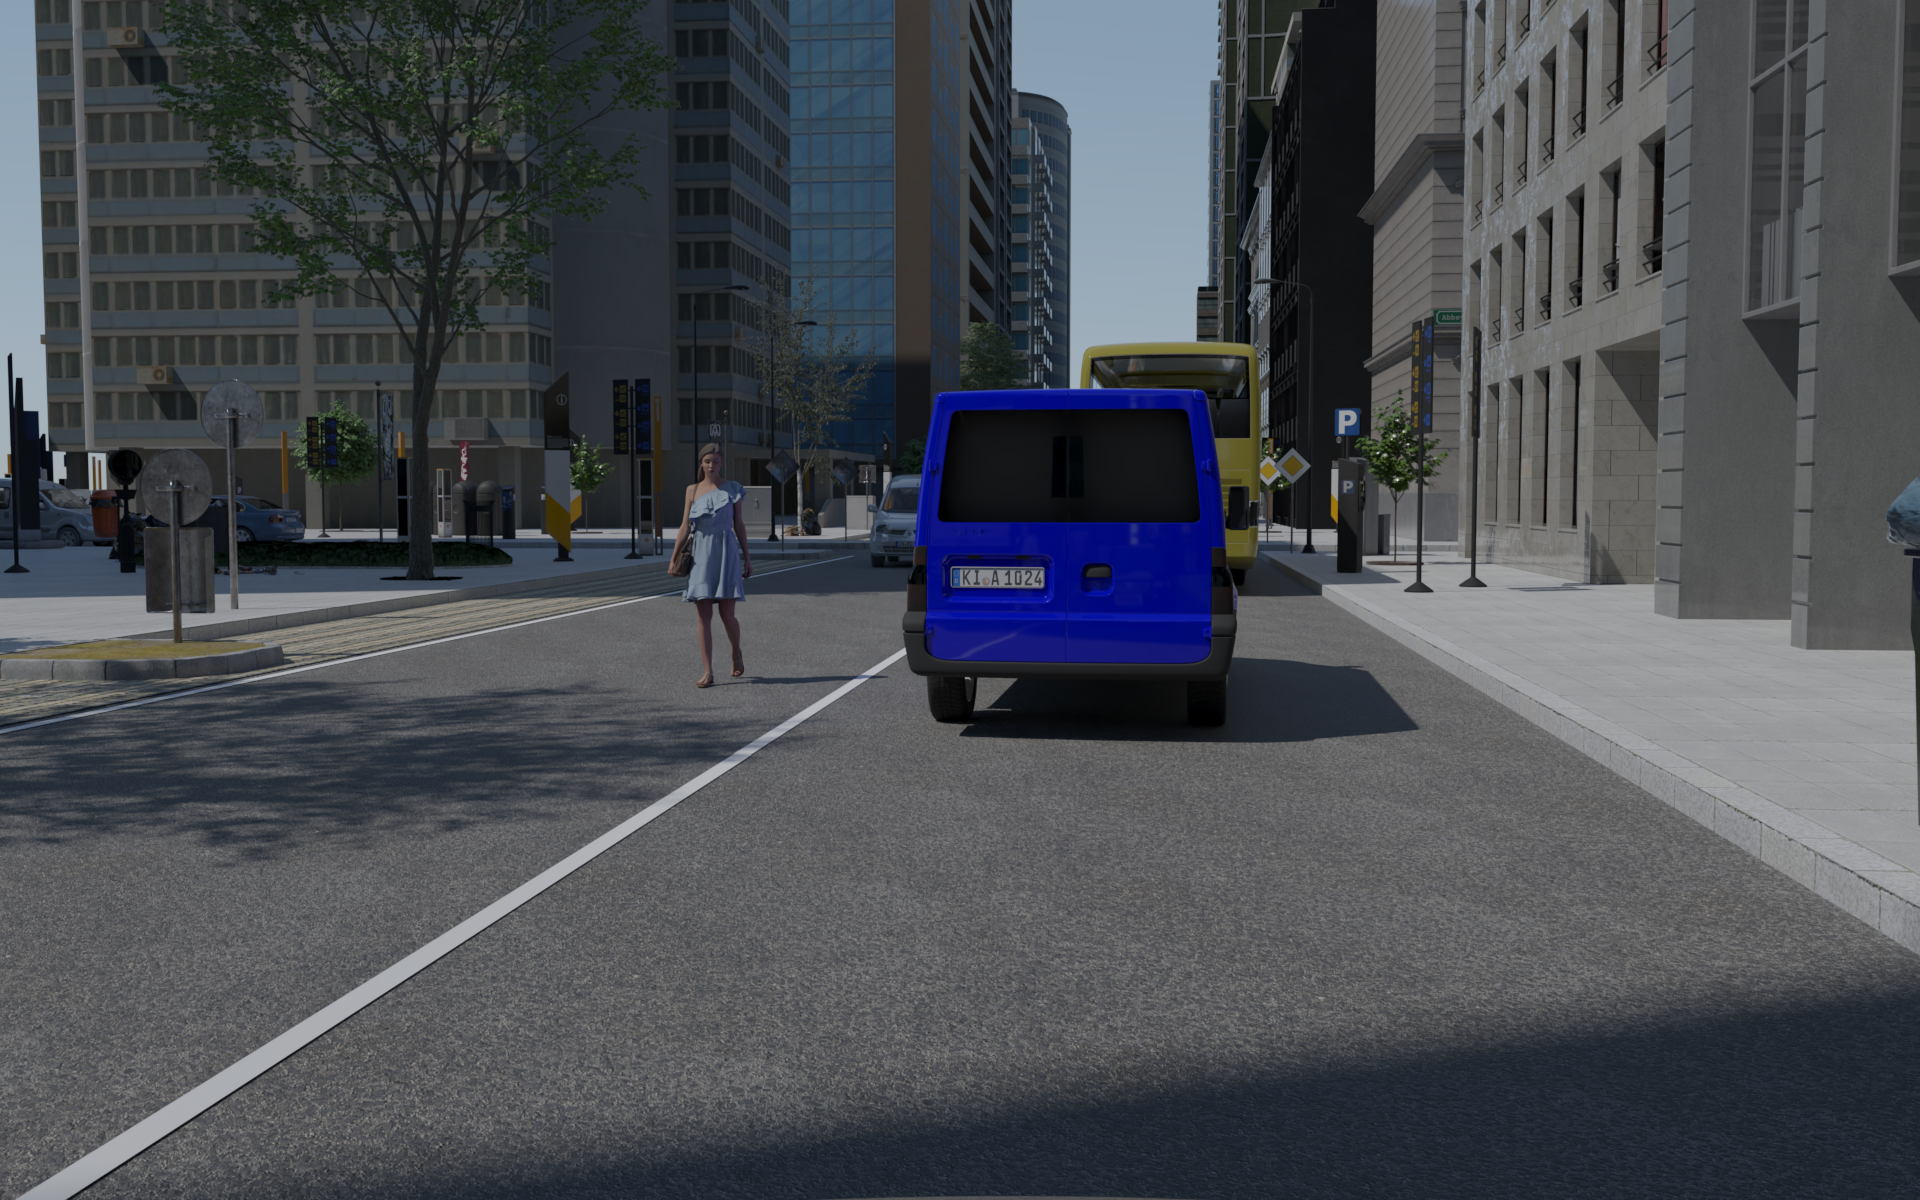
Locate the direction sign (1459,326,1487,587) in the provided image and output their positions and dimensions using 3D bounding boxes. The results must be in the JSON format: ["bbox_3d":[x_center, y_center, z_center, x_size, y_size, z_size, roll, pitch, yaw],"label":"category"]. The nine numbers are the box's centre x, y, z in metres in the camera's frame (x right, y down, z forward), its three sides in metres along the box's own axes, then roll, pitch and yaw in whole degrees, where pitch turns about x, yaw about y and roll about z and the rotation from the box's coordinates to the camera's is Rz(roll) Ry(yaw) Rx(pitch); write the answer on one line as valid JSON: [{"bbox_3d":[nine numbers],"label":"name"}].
[{"bbox_3d":[7.098,-1.948,23.854,0.379,3.537,0.876,1,4,22],"label":"direction sign"}]

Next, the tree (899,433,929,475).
[{"bbox_3d":[-1.515,-6.422,88.705,4.285,4.588,4.351,0,3,0],"label":"tree"}]

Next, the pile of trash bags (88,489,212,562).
[{"bbox_3d":[-15.947,-1.497,34.223,1.912,1.369,3.447,1,4,9],"label":"pile of trash bags"}]

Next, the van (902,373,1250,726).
[{"bbox_3d":[0.981,-0.494,12.463,2.240,2.365,5.245,1,4,8],"label":"van"}]

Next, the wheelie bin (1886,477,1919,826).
[{"bbox_3d":[3.921,0.091,6.422,0.980,1.594,0.693,0,4,5],"label":"wheelie bin"}]

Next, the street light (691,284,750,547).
[{"bbox_3d":[-5.356,-4.039,38.577,1.470,5.913,1.316,0,4,6],"label":"street light"}]

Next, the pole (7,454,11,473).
[{"bbox_3d":[-48.212,-5.755,87.944,0.158,3.312,0.155,0,3,0],"label":"pole"}]

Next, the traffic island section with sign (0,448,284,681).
[{"bbox_3d":[-6.721,-0.339,14.168,1.989,1.847,2.006,0,4,6],"label":"traffic island section with sign"}]

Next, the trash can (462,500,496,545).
[{"bbox_3d":[-10.815,-1.670,38.962,0.748,1.137,0.748,0,3,0],"label":"trash can"}]

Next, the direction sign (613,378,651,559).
[{"bbox_3d":[-6.463,-2.580,34.178,0.876,3.537,0.379,2,4,25],"label":"direction sign"}]

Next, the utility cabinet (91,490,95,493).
[{"bbox_3d":[-42.915,-4.788,86.957,1.173,1.500,0.318,-3,5,-42],"label":"utility cabinet"}]

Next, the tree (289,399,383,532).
[{"bbox_3d":[-21.282,-4.618,59.210,4.285,4.588,4.351,0,3,0],"label":"tree"}]

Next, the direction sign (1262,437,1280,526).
[{"bbox_3d":[12.422,-4.729,69.317,0.876,3.537,0.379,-2,4,-27],"label":"direction sign"}]

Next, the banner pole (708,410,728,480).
[{"bbox_3d":[-7.169,-3.776,51.756,0.863,3.779,0.401,-3,5,-41],"label":"banner pole"}]

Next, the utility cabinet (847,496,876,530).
[{"bbox_3d":[-3.556,-3.135,62.414,1.020,1.237,0.306,1,4,17],"label":"utility cabinet"}]

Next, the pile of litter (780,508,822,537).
[{"bbox_3d":[-4.913,-2.396,53.139,1.176,0.858,1.719,3,5,40],"label":"pile of litter"}]

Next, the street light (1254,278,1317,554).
[{"bbox_3d":[7.013,-3.965,37.361,1.470,5.913,1.316,0,4,6],"label":"street light"}]

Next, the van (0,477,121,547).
[{"bbox_3d":[-23.691,-2.300,44.617,4.112,2.044,2.013,0,4,7],"label":"van"}]

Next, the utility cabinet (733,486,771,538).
[{"bbox_3d":[-6.024,-2.551,50.382,1.173,1.500,0.318,0,4,-8],"label":"utility cabinet"}]

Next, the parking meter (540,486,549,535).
[{"bbox_3d":[-13.114,-2.848,54.973,0.372,1.533,0.369,0,3,0],"label":"parking meter"}]

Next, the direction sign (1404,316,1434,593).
[{"bbox_3d":[6.000,-1.868,22.545,0.379,3.537,0.876,0,4,-2],"label":"direction sign"}]

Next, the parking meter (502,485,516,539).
[{"bbox_3d":[-12.823,-2.495,49.204,0.372,1.533,0.369,0,3,0],"label":"parking meter"}]

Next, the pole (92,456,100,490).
[{"bbox_3d":[-46.714,-6.096,93.507,0.158,3.312,0.155,0,3,0],"label":"pole"}]

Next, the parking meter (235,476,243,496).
[{"bbox_3d":[-22.812,-2.991,54.608,0.255,1.863,0.399,1,4,11],"label":"parking meter"}]

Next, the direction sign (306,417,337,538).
[{"bbox_3d":[-18.762,-3.608,50.981,0.876,3.537,0.379,-3,5,-40],"label":"direction sign"}]

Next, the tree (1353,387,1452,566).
[{"bbox_3d":[8.043,-2.249,31.373,1.663,3.219,1.824,0,3,0],"label":"tree"}]

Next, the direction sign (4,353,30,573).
[{"bbox_3d":[-15.412,-2.214,28.197,0.379,3.537,0.876,-2,4,-31],"label":"direction sign"}]

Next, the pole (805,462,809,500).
[{"bbox_3d":[-7.949,-5.892,90.178,0.158,3.312,0.155,0,3,0],"label":"pole"}]

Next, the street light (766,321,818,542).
[{"bbox_3d":[-4.509,-4.528,46.566,1.470,5.913,1.316,0,4,6],"label":"street light"}]

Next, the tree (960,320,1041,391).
[{"bbox_3d":[1.836,-11.945,113.425,7.486,12.596,7.792,0,3,0],"label":"tree"}]

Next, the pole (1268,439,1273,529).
[{"bbox_3d":[11.439,-4.281,63.841,0.158,3.312,0.155,0,3,0],"label":"pole"}]

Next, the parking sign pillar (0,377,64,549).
[{"bbox_3d":[-21.950,-3.196,40.734,1.447,3.967,1.447,-2,4,-32],"label":"parking sign pillar"}]

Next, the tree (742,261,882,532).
[{"bbox_3d":[-4.927,-6.418,55.301,4.360,8.622,3.978,0,3,0],"label":"tree"}]

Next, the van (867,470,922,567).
[{"bbox_3d":[-0.825,-1.735,35.382,2.013,2.044,4.112,0,4,4],"label":"van"}]

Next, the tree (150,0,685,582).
[{"bbox_3d":[-7.887,-6.105,25.566,9.928,11.665,9.643,0,3,0],"label":"tree"}]

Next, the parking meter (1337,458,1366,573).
[{"bbox_3d":[6.362,-1.373,28.163,0.399,1.863,0.255,2,4,34],"label":"parking meter"}]

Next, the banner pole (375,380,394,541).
[{"bbox_3d":[-12.645,-2.940,38.087,0.863,3.779,0.401,3,5,44],"label":"banner pole"}]

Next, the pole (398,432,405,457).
[{"bbox_3d":[-18.269,-3.847,56.747,0.158,3.312,0.155,0,3,0],"label":"pole"}]

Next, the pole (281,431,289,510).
[{"bbox_3d":[-21.897,-3.815,56.216,0.158,3.312,0.155,0,3,0],"label":"pole"}]

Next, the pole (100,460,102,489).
[{"bbox_3d":[-51.390,-6.706,103.494,0.158,3.312,0.155,0,3,0],"label":"pole"}]

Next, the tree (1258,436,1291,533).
[{"bbox_3d":[10.094,-3.842,57.425,1.663,3.219,1.824,0,3,0],"label":"tree"}]

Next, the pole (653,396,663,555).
[{"bbox_3d":[-6.312,-2.590,36.194,0.158,3.312,0.155,0,3,0],"label":"pole"}]

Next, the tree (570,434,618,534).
[{"bbox_3d":[-12.225,-3.775,56.323,1.663,3.219,1.824,0,3,0],"label":"tree"}]
